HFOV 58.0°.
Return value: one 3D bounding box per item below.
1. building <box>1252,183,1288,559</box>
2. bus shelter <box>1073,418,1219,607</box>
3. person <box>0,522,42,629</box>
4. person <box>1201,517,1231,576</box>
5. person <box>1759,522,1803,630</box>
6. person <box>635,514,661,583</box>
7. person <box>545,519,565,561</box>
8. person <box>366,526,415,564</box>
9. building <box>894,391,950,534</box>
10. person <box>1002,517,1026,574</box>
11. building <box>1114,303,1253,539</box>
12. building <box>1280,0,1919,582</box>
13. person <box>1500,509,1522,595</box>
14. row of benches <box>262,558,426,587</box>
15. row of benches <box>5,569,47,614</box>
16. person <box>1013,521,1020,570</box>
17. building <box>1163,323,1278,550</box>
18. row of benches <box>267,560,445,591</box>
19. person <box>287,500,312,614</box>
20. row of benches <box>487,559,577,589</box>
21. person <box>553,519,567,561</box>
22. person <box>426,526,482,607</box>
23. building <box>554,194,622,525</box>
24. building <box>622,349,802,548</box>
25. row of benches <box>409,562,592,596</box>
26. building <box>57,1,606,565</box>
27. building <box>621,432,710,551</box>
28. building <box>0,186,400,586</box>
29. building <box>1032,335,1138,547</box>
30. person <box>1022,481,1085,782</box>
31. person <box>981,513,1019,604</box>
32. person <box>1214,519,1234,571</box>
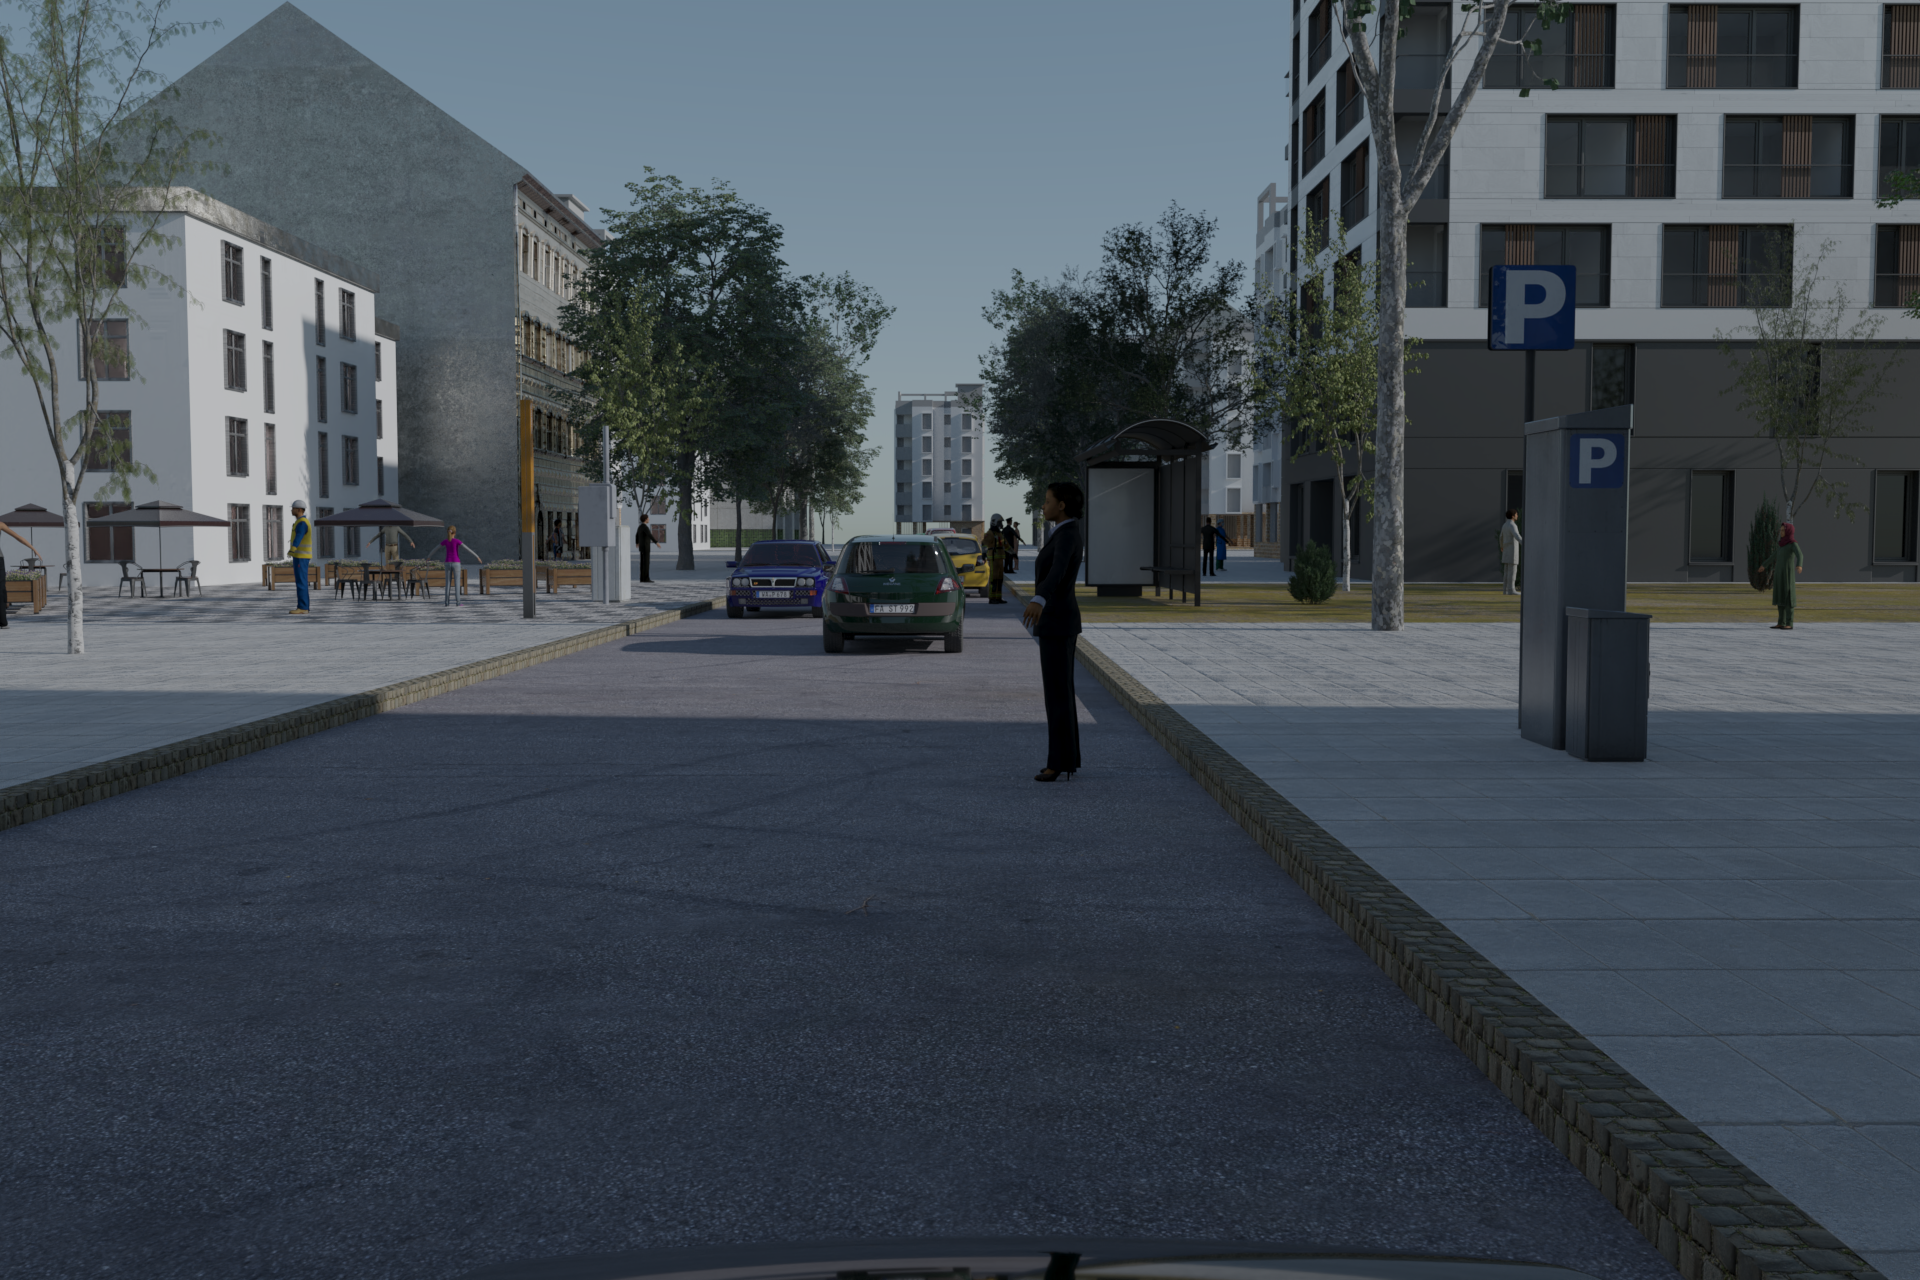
[{"bbox_3d":[21.339,-14.568,94.605,16.016,20.090,11.380,0,4,0],"label":"building"},{"bbox_3d":[3.419,-2.388,32.975,2.014,3.302,5.546,0,4,-2],"label":"bus shelter"},{"bbox_3d":[-13.090,-1.015,23.400,1.217,1.737,0.721,-2,4,-25],"label":"person"},{"bbox_3d":[7.612,-2.857,52.942,1.346,1.802,0.704,2,4,30],"label":"person"},{"bbox_3d":[11.034,-0.860,23.278,0.599,1.438,0.989,0,4,-4],"label":"person"},{"bbox_3d":[-8.275,-2.413,45.631,0.705,1.806,1.347,-3,4,-36],"label":"person"},{"bbox_3d":[-15.018,-3.585,64.466,0.705,1.847,1.347,-3,5,-42],"label":"person"},{"bbox_3d":[-15.729,-2.547,47.917,1.348,1.796,0.705,0,4,2],"label":"person"},{"bbox_3d":[-7.989,-22.149,221.015,11.380,20.090,16.016,0,4,-5],"label":"building"},{"bbox_3d":[1.612,-3.069,56.111,0.705,1.837,1.347,-3,5,-40],"label":"person"},{"bbox_3d":[23.150,-20.620,168.067,19.493,23.208,18.063,0,4,-1],"label":"building"},{"bbox_3d":[25.105,-13.312,61.622,27.936,21.610,32.646,0,4,0],"label":"building"},{"bbox_3d":[11.663,-1.859,36.584,0.705,1.806,1.347,0,4,-5],"label":"person"},{"bbox_3d":[-15.130,-1.689,43.076,4.104,0.672,1.422,-1,4,-16],"label":"row of benches"},{"bbox_3d":[-15.906,-0.849,29.342,1.422,0.672,4.104,-2,4,-26],"label":"row of benches"},{"bbox_3d":[1.909,-3.364,61.804,0.721,1.733,1.217,-1,4,-16],"label":"person"},{"bbox_3d":[23.413,-18.326,156.050,16.016,20.090,11.380,0,4,0],"label":"building"},{"bbox_3d":[-13.844,-1.513,40.205,4.104,0.672,1.422,-2,4,-29],"label":"row of benches"},{"bbox_3d":[-10.634,-1.338,27.844,0.705,1.833,1.349,-1,4,-16],"label":"person"},{"bbox_3d":[-10.415,-1.632,42.139,1.422,0.672,4.104,-3,4,-36],"label":"row of benches"},{"bbox_3d":[-14.545,-3.472,62.913,0.704,1.843,1.345,0,4,2],"label":"person"},{"bbox_3d":[-8.971,-1.309,30.675,0.991,1.433,0.599,0,3,0],"label":"person"},{"bbox_3d":[-26.594,-14.760,97.739,16.016,20.090,11.380,0,4,0],"label":"building"},{"bbox_3d":[-25.735,-19.135,179.320,16.747,18.905,31.486,0,4,0],"label":"building"},{"bbox_3d":[-9.555,-1.311,36.905,4.104,0.672,1.422,-2,4,-28],"label":"row of benches"},{"bbox_3d":[-27.860,-15.299,81.067,19.493,23.208,18.063,0,4,-1],"label":"building"},{"bbox_3d":[-26.032,-12.686,149.557,9.099,9.664,28.070,0,3,0],"label":"building"},{"bbox_3d":[-23.271,-6.965,56.022,9.099,9.664,28.070,0,4,0],"label":"building"},{"bbox_3d":[21.916,-21.396,193.804,27.936,21.610,32.646,0,4,0],"label":"building"},{"bbox_3d":[0.508,-0.059,10.142,0.721,1.740,1.216,1,4,9],"label":"person"},{"bbox_3d":[0.766,-1.667,35.482,0.705,1.858,1.354,2,4,32],"label":"person"},{"bbox_3d":[9.076,-3.304,60.144,0.704,1.817,1.347,3,4,38],"label":"person"}]
